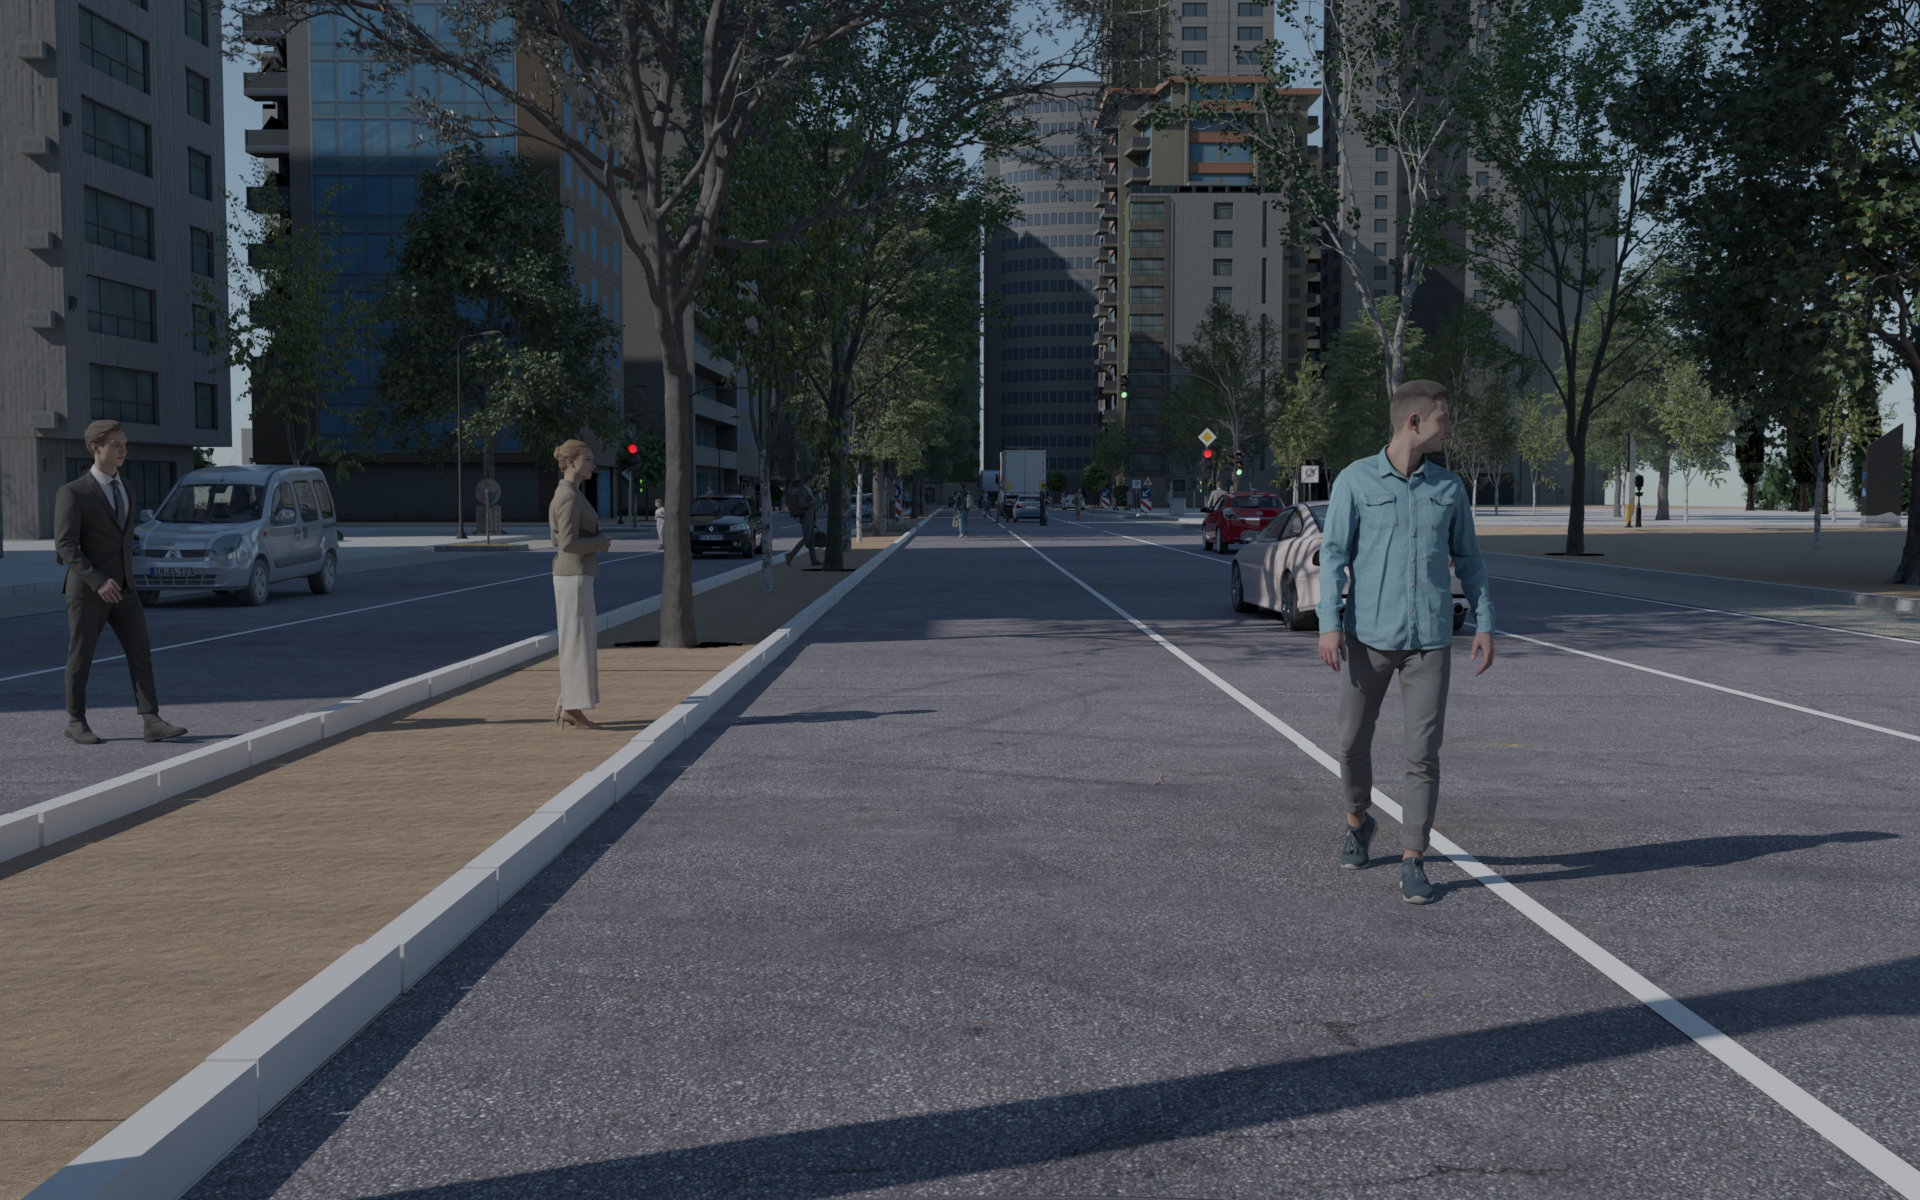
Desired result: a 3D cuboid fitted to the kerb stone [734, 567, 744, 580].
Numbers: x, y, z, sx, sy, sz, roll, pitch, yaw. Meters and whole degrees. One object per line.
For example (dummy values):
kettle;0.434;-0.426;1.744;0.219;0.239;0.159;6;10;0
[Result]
kerb stone;-3.781;-0.415;29.025;0.120;0.150;1.000;0;3;0

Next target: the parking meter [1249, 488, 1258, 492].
parking meter;12.333;-3.938;72.794;0.372;1.533;0.369;0;3;0

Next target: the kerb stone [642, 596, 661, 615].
kerb stone;-3.775;0.084;20.816;0.120;0.150;1.000;0;3;0

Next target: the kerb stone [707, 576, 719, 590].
kerb stone;-3.784;-0.229;25.951;0.120;0.150;1.000;0;3;0

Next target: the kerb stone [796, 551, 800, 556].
kerb stone;-3.799;-1.044;39.267;0.120;0.150;1.000;0;3;0

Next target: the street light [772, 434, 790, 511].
street light;-13.772;-9.825;133.181;1.470;5.913;1.316;0;3;0

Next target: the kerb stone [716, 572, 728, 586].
kerb stone;-3.781;-0.292;26.973;0.120;0.150;1.000;0;3;0

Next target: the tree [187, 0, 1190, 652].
tree;-2.603;-6.288;15.633;12.009;13.543;11.850;0;3;0

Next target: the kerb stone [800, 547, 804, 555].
kerb stone;-3.800;-1.107;40.291;0.120;0.150;1.000;0;3;0

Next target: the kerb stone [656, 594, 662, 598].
kerb stone;-3.779;0.021;21.849;0.120;0.150;1.000;0;3;0

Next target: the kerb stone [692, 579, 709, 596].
kerb stone;-3.780;-0.167;24.923;0.120;0.150;1.000;0;3;0

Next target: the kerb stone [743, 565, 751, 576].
kerb stone;-3.791;-0.481;30.057;0.120;0.150;1.000;0;3;0

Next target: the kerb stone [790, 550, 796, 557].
kerb stone;-3.794;-0.982;38.245;0.120;0.150;1.000;0;3;0

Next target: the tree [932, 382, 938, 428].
tree;-2.829;-6.821;64.337;4.360;8.622;3.978;0;3;0

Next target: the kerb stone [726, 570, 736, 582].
kerb stone;-3.786;-0.354;28.003;0.120;0.150;1.000;0;3;0

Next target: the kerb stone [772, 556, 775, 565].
kerb stone;-3.803;-0.732;34.156;0.120;0.150;1.000;0;3;0

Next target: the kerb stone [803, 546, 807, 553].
kerb stone;-3.802;-1.166;41.314;0.120;0.150;1.000;0;3;0

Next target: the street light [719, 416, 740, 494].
street light;-13.761;-7.978;102.980;1.470;5.913;1.316;0;3;0

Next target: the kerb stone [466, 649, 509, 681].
kerb stone;-3.763;0.527;13.638;0.120;0.150;1.000;0;3;0

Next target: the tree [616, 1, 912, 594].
tree;-2.711;-4.368;24.239;4.737;8.622;4.395;0;3;0

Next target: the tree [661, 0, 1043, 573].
tree;-2.226;-6.321;31.566;9.928;11.665;9.643;0;3;0

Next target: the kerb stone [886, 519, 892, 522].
kerb stone;-3.872;-4.463;95.182;0.120;0.150;1.000;0;3;0

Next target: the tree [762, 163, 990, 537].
tree;-2.865;-8.408;58.060;7.486;12.596;7.792;0;3;0

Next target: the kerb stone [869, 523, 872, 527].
kerb stone;-3.846;-3.329;76.742;0.120;0.150;1.000;0;3;0

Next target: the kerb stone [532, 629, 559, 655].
kerb stone;-3.768;0.397;15.697;0.120;0.150;1.000;0;3;0

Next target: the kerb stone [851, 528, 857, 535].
kerb stone;-3.824;-2.486;62.868;0.120;0.150;1.000;0;3;0

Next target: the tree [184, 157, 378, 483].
tree;-14.672;-5.362;38.029;4.737;8.622;4.395;0;3;0

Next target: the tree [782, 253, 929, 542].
tree;-3.017;-6.040;51.574;4.360;8.622;3.978;0;3;0

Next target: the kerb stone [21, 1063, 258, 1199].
kerb stone;-1.648;1.149;3.417;0.120;0.150;1.000;0;3;0

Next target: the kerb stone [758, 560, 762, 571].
kerb stone;-3.792;-0.601;32.112;0.120;0.150;1.000;0;3;0

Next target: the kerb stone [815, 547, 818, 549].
kerb stone;-3.806;-1.358;44.394;0.120;0.150;1.000;0;3;0

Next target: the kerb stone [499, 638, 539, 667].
kerb stone;-3.770;0.462;14.667;0.120;0.150;1.000;0;3;0

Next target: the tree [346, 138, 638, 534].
tree;-15.116;-8.480;55.662;9.611;12.733;9.660;0;3;0

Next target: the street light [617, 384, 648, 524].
street light;-13.873;-6.167;73.376;1.470;5.913;1.316;0;3;0

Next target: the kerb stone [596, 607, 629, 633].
kerb stone;-3.771;0.213;18.770;0.120;0.150;1.000;0;3;0

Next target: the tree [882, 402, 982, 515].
tree;-2.625;-11.149;119.163;8.767;10.594;7.601;0;3;0

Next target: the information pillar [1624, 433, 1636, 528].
information pillar;25.609;-4.571;66.092;0.504;3.616;0.183;-3;5;-41

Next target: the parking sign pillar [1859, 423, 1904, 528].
parking sign pillar;35.119;-4.740;65.973;1.447;3.967;1.447;0;4;3

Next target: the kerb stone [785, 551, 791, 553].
kerb stone;-3.795;-0.917;37.224;0.120;0.150;1.000;0;3;0

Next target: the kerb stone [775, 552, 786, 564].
kerb stone;-3.789;-0.853;36.202;0.120;0.150;1.000;0;3;0

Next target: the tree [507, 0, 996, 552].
tree;-4.081;-11.272;42.651;12.611;20.169;13.585;0;3;0

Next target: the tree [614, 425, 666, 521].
tree;-14.846;-6.006;81.905;4.285;4.588;4.351;0;3;0

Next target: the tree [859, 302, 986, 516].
tree;-2.859;-12.302;110.247;9.857;13.997;8.962;0;3;0

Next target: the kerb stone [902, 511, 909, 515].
kerb stone;-3.910;-6.283;124.915;0.120;0.150;1.000;0;3;0

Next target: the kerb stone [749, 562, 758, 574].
kerb stone;-3.783;-0.543;31.090;0.120;0.150;1.000;0;3;0

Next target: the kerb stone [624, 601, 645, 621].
kerb stone;-3.776;0.147;19.794;0.120;0.150;1.000;0;3;0

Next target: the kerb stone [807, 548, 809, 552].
kerb stone;-3.801;-1.233;42.348;0.120;0.150;1.000;0;3;0

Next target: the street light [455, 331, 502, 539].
street light;-13.743;-4.706;49.477;1.470;5.913;1.316;0;3;0

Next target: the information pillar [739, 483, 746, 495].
information pillar;-13.904;-6.502;110.807;0.304;2.012;0.304;-3;4;-36
